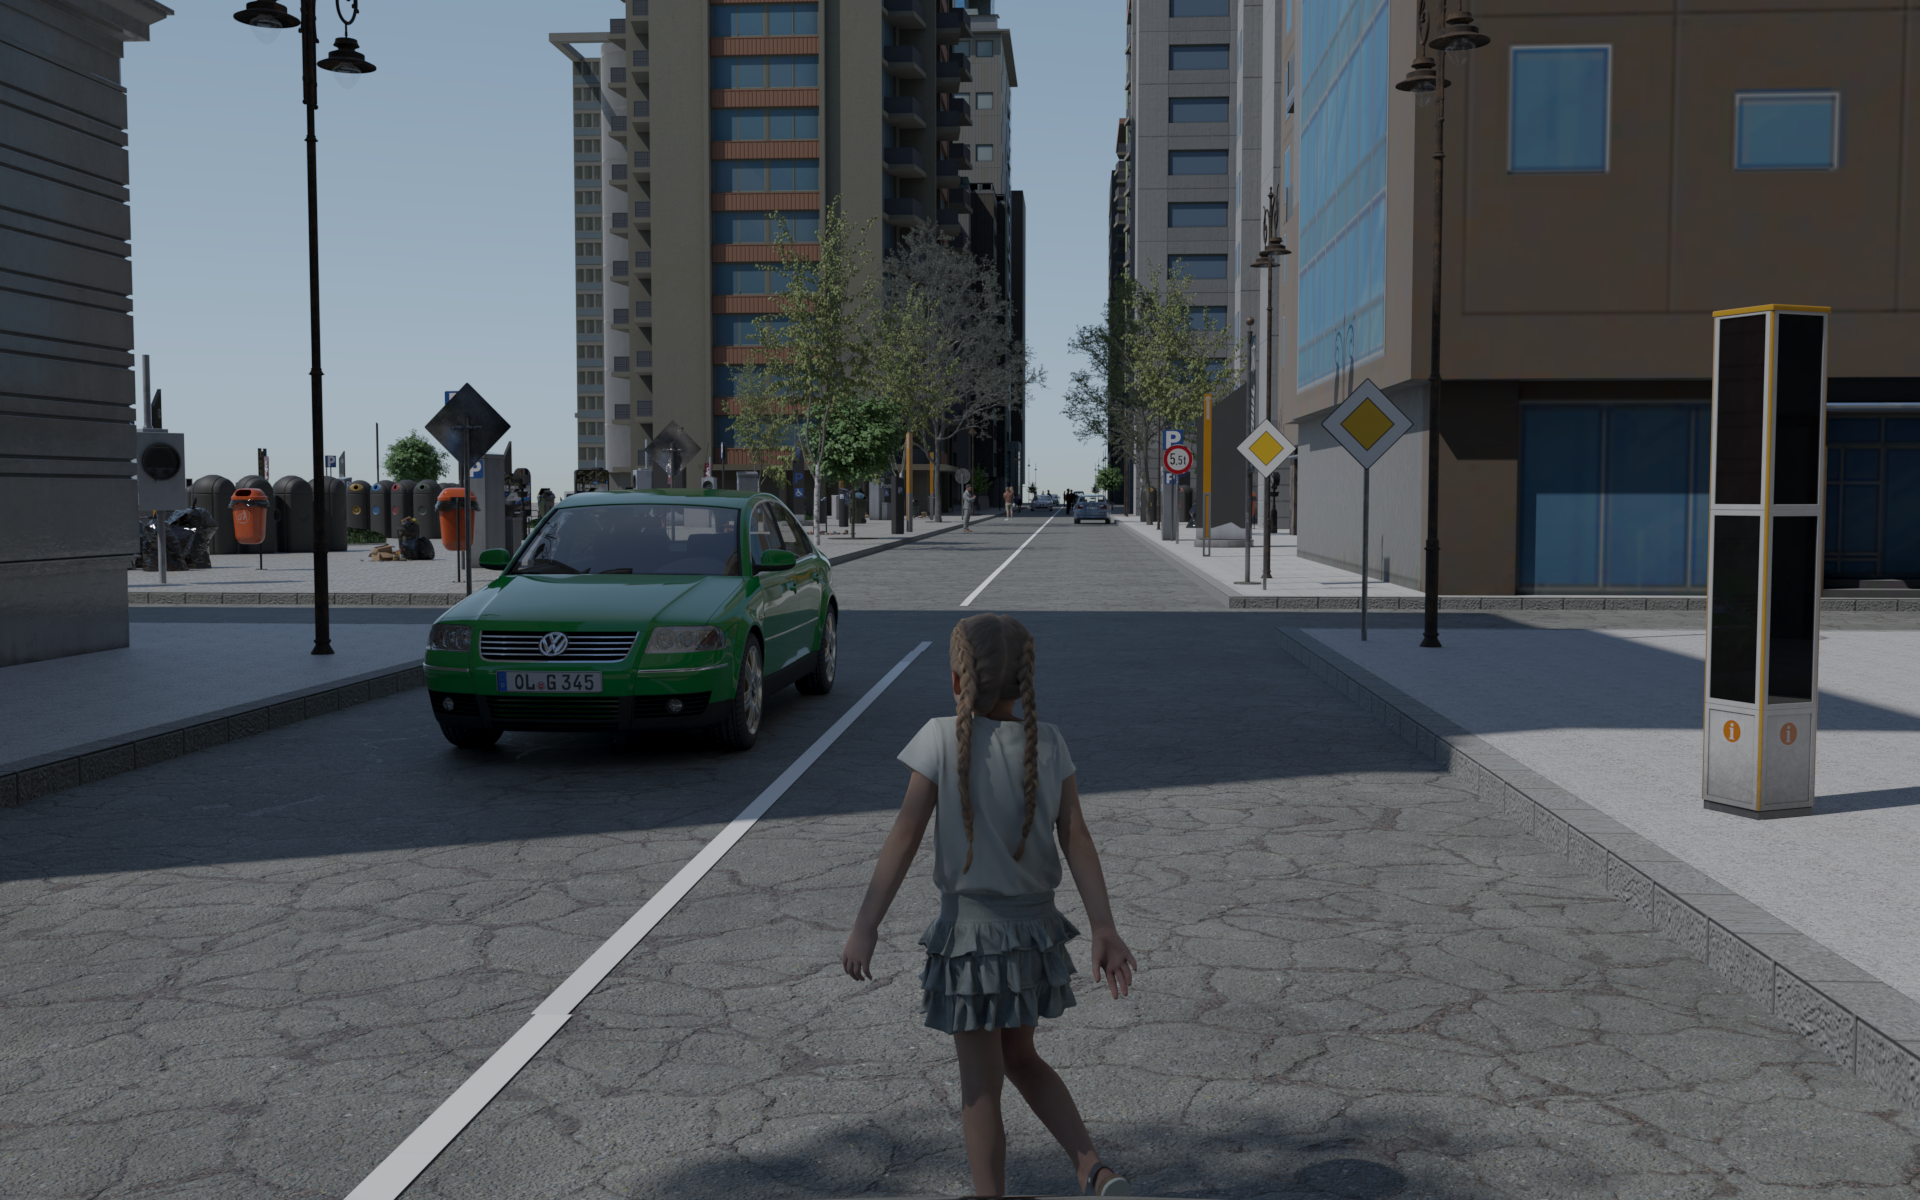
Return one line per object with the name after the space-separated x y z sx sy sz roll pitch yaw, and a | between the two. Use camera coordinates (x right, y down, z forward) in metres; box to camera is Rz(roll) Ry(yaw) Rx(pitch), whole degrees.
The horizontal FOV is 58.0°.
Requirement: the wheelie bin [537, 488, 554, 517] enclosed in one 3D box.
-21.415 -4.998 89.626 0.693 1.594 0.980 2 4 35 | wheelie bin

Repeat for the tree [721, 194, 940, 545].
-3.532 -5.691 43.411 4.737 8.622 4.395 0 3 0 | tree

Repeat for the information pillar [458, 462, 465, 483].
-28.755 -6.651 100.104 0.504 3.616 0.183 -1 4 -20 | information pillar

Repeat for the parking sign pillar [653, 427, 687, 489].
-11.731 -4.984 69.954 1.447 3.967 1.447 1 4 14 | parking sign pillar

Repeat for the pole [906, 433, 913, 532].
-1.697 -3.933 58.143 0.158 3.312 0.155 0 3 0 | pole

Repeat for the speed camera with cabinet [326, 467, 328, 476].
-34.245 -5.954 91.686 2.038 3.252 0.660 1 4 11 | speed camera with cabinet

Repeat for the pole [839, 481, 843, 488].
-4.859 -4.712 70.885 0.158 3.312 0.155 0 3 0 | pole

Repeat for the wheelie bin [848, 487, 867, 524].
-4.437 -4.088 74.749 0.693 1.594 0.980 -3 5 -41 | wheelie bin

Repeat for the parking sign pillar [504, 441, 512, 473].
-22.981 -6.052 87.414 1.447 3.967 1.447 0 4 1 | parking sign pillar

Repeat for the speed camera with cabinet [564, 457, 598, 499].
-20.305 -6.060 93.418 2.038 3.252 0.660 0 4 8 | speed camera with cabinet

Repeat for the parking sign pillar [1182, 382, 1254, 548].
6.391 -3.264 41.842 1.447 3.967 1.447 2 4 31 | parking sign pillar

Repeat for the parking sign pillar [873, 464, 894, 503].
-3.846 -6.027 87.014 1.447 3.967 1.447 3 4 36 | parking sign pillar

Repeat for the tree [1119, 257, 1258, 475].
6.753 -6.319 53.685 4.737 8.622 4.395 0 3 0 | tree

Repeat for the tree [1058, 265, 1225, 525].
7.499 -8.371 71.286 7.601 10.594 8.767 0 4 8 | tree

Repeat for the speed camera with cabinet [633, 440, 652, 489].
-11.775 -4.225 63.420 0.660 3.252 2.038 -1 4 -21 | speed camera with cabinet

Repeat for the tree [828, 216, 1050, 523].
-1.127 -10.232 77.668 12.009 13.543 11.850 0 3 0 | tree

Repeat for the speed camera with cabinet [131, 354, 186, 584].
-11.888 -1.816 24.028 0.660 3.252 2.038 3 5 44 | speed camera with cabinet

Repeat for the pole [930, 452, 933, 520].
-1.389 -5.571 84.932 0.158 3.312 0.155 0 3 0 | pole

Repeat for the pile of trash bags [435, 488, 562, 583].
-6.001 -0.979 25.755 3.447 1.369 1.912 -1 4 -17 | pile of trash bags

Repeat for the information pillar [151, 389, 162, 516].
-17.773 -2.876 38.378 0.183 3.616 0.504 0 4 -6 | information pillar

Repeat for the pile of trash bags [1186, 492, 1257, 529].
9.913 -3.339 64.338 1.912 1.369 3.447 -2 4 -26 | pile of trash bags

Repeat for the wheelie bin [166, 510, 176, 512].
-22.233 -2.487 48.566 0.693 1.594 0.980 0 4 -3 | wheelie bin

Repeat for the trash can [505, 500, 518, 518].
-10.276 -1.658 38.763 0.748 1.137 0.748 0 3 0 | trash can

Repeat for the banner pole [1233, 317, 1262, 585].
4.085 -2.098 24.320 0.401 3.779 0.863 0 4 2 | banner pole

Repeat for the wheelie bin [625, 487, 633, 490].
-14.244 -4.133 75.479 0.980 1.594 0.693 -1 4 -21 | wheelie bin

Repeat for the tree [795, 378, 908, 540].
-3.107 -4.006 49.220 4.285 4.588 4.351 0 3 0 | tree

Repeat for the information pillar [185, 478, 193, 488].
-36.116 -4.690 81.173 0.304 2.012 0.304 -2 4 -28 | information pillar

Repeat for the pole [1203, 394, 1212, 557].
5.056 -2.542 35.403 0.158 3.312 0.155 0 3 0 | pole

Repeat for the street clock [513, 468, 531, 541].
-12.089 -2.648 47.863 0.358 2.002 0.471 2 4 28 | street clock

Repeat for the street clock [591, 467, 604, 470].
-9.826 -2.596 47.017 0.358 2.002 0.471 1 4 17 | street clock

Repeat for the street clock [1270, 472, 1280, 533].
10.253 -3.178 56.531 0.358 2.002 0.471 -1 4 -11 | street clock

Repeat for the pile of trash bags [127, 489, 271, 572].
-13.244 -1.201 29.386 3.447 1.369 1.912 1 4 14 | pile of trash bags

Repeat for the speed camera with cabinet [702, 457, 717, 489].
-14.031 -6.001 92.446 2.038 3.252 0.660 1 4 11 | speed camera with cabinet

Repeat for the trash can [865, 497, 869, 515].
-5.031 -5.143 95.749 0.748 1.137 0.748 0 3 0 | trash can

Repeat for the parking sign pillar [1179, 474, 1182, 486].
12.302 -6.656 97.292 1.447 3.967 1.447 -2 4 -30 | parking sign pillar

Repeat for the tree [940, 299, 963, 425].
-2.020 -6.779 61.205 4.737 8.622 4.395 0 3 0 | tree

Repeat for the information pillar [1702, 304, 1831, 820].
3.217 -0.149 6.929 0.304 2.012 0.304 -1 4 -21 | information pillar

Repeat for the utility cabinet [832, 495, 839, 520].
-6.052 -4.640 87.025 0.306 1.237 1.020 2 4 28 | utility cabinet

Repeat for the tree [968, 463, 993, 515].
1.256 -6.887 107.198 1.663 3.219 1.824 0 3 0 | tree

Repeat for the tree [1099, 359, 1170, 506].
9.377 -8.608 91.100 4.360 8.622 3.978 0 3 0 | tree

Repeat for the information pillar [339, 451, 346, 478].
-33.461 -6.269 93.861 0.504 3.616 0.183 3 4 36 | information pillar

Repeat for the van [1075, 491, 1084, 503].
16.162 -13.962 235.283 2.013 2.044 4.112 0 4 3 | van
